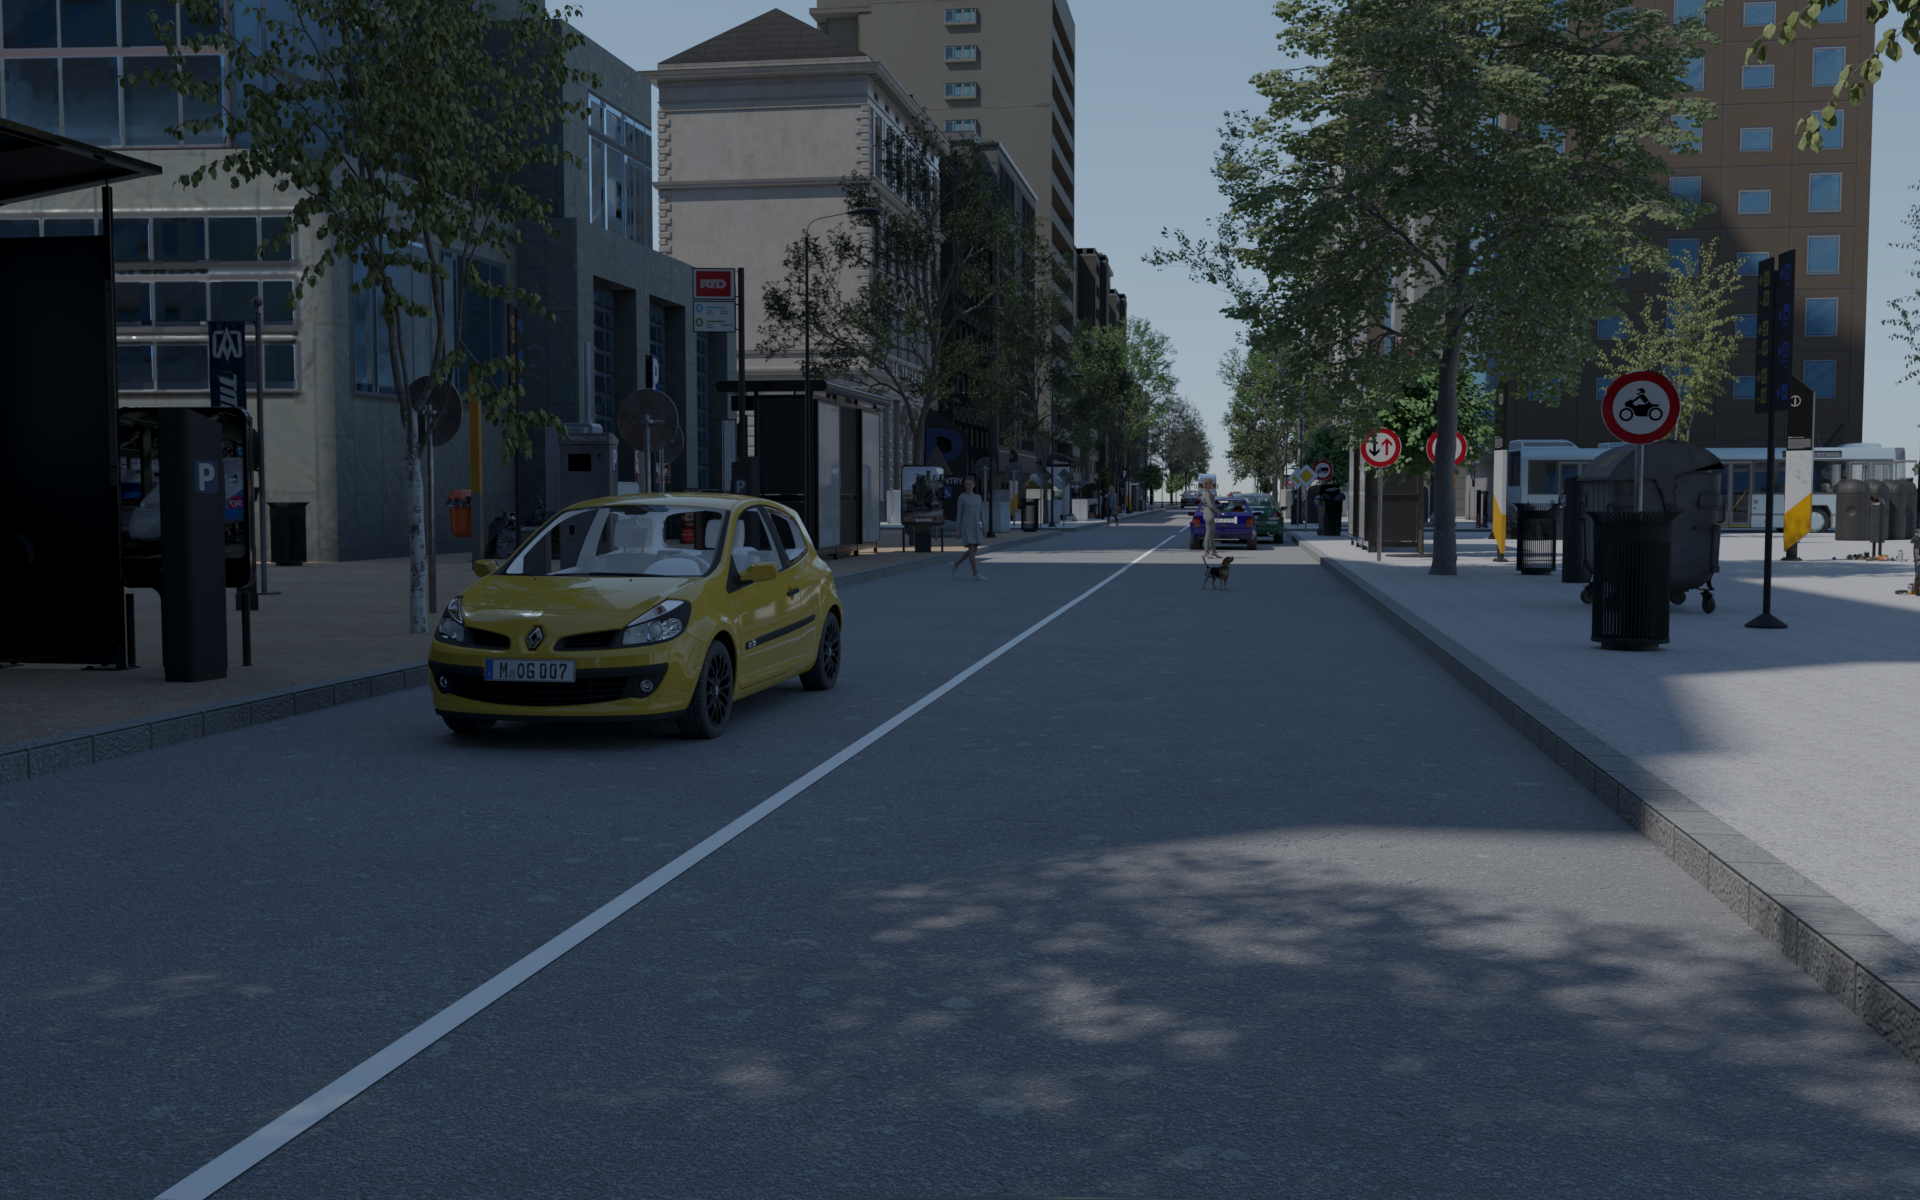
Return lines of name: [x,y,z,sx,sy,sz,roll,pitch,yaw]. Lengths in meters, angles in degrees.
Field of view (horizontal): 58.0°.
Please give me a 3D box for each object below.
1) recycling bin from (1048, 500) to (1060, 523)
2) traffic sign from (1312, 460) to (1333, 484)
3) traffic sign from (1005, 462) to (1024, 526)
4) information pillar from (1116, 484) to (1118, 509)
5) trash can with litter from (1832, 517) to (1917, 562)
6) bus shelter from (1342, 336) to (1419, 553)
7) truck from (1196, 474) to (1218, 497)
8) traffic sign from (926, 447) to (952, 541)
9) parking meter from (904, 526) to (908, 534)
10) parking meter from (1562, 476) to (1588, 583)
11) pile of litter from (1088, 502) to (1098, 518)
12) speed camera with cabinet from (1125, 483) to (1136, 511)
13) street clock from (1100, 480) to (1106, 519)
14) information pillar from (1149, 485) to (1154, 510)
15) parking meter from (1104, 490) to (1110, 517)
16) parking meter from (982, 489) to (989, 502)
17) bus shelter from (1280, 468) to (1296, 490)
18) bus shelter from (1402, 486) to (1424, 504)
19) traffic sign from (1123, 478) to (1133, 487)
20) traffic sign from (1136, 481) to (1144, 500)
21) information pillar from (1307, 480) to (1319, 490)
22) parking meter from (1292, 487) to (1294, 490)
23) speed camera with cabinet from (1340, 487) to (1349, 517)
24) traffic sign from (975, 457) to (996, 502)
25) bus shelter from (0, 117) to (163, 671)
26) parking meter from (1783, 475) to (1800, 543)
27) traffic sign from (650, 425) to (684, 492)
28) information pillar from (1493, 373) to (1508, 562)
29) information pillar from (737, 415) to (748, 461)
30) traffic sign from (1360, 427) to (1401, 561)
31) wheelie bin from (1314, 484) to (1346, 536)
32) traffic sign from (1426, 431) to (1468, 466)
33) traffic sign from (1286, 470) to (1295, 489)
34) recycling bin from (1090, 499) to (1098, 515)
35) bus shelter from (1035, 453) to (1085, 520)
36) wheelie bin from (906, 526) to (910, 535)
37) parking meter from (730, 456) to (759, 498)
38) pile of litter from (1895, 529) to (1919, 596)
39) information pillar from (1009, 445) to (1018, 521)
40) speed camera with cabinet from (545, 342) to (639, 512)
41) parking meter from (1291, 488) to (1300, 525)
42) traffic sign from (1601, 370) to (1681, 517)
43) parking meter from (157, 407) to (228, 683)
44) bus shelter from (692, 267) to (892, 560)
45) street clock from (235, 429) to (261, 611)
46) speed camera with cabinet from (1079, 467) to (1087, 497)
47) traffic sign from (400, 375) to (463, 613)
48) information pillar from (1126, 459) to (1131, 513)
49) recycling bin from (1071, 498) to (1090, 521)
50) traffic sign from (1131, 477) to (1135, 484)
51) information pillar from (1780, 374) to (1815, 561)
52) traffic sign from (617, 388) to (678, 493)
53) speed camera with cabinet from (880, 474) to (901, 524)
recycling bin: [4.016,-3.893,76.197,0.722,1.027,0.722,0,4,0]
traffic sign: [13.498,-3.939,64.507,0.768,2.556,0.104,1,4,13]
traffic sign: [2.141,-4.187,68.559,0.768,2.556,0.104,1,4,18]
information pillar: [9.964,-6.493,110.656,0.304,2.012,0.304,0,4,4]
trash can with litter: [17.906,-1.388,33.744,1.678,1.210,2.233,1,4,16]
bus shelter: [10.371,-3.923,41.778,2.179,5.291,8.768,1,4,9]
truck: [33.782,-15.041,235.681,2.967,4.110,18.799,1,4,9]
traffic sign: [-0.656,-2.913,47.639,0.884,2.594,0.081,1,4,16]
parking meter: [-1.624,-3.087,56.183,0.399,1.863,0.255,1,4,18]
parking meter: [8.914,-1.018,25.049,0.372,1.533,0.369,0,3,0]
pile of litter: [6.883,-4.770,91.947,1.176,0.858,1.719,-1,4,-14]
speed camera with cabinet: [13.349,-8.636,135.535,0.660,3.252,2.038,1,4,13]
street clock: [7.238,-5.087,87.736,0.358,2.002,0.471,0,4,2]
information pillar: [15.064,-8.047,136.057,0.304,2.012,0.304,1,4,21]
parking meter: [8.075,-5.334,95.621,0.372,1.533,0.369,0,3,0]
parking meter: [1.341,-5.070,91.301,0.372,1.533,0.369,0,3,0]
bus shelter: [25.788,-8.631,135.041,2.014,3.302,5.546,1,4,9]
bus shelter: [12.621,-3.668,51.258,1.731,3.624,6.357,1,4,9]
traffic sign: [12.655,-7.994,130.808,0.768,2.556,0.104,1,4,17]
traffic sign: [14.245,-8.263,137.228,0.606,2.300,0.079,1,4,17]
information pillar: [20.157,-6.541,98.306,0.504,3.616,0.183,3,4,38]
parking meter: [22.822,-6.860,117.876,0.399,1.863,0.255,-1,4,-15]
speed camera with cabinet: [21.514,-6.288,97.149,2.038,3.252,0.660,-2,4,-27]
traffic sign: [0.874,-3.670,60.117,0.768,2.556,0.104,1,4,18]
bus shelter: [-7.051,-1.123,9.640,1.731,3.624,6.357,1,4,9]
parking meter: [21.847,-2.431,45.458,0.255,1.863,0.399,-1,4,-14]
traffic sign: [-4.950,-1.755,28.800,0.768,2.556,0.104,1,4,19]
information pillar: [10.225,-2.532,32.753,0.183,3.616,0.504,0,4,-2]
information pillar: [-6.469,-3.659,51.178,0.504,3.616,0.183,2,4,24]
traffic sign: [8.020,-2.016,33.069,0.768,2.556,0.104,1,4,15]
wheelie bin: [11.436,-2.780,53.355,0.980,1.594,0.693,-1,4,-11]
traffic sign: [9.412,-2.045,33.540,0.768,2.556,0.104,1,4,14]
traffic sign: [18.204,-5.767,94.295,0.884,2.594,0.081,1,4,11]
recycling bin: [7.110,-5.017,94.586,0.722,1.027,0.722,-2,4,-30]
bus shelter: [5.101,-5.757,88.049,2.014,3.302,5.546,1,4,9]
wheelie bin: [-1.239,-2.810,53.846,0.693,1.594,0.980,2,4,31]
parking meter: [-3.351,-1.300,26.971,0.399,1.863,0.255,2,4,28]
pile of litter: [12.436,-0.475,21.735,1.176,0.858,1.719,1,4,22]
information pillar: [2.536,-5.537,81.878,0.183,3.616,0.504,-3,4,-38]
speed camera with cabinet: [-4.949,-1.777,23.396,0.660,3.252,2.038,1,4,9]
parking meter: [14.085,-3.935,72.748,0.372,1.533,0.369,0,3,0]
traffic sign: [7.001,-1.086,17.868,0.768,2.556,0.104,1,4,17]
parking meter: [-5.278,-0.381,11.934,0.255,1.863,0.399,1,4,16]
bus shelter: [-3.246,-3.404,33.293,2.179,5.291,8.768,1,4,9]
street clock: [-7.881,-0.888,19.087,0.358,2.002,0.471,-3,5,-41]
speed camera with cabinet: [9.631,-7.991,124.993,2.038,3.252,0.660,1,4,21]
traffic sign: [-5.676,-1.129,18.569,0.768,2.556,0.104,1,4,16]
information pillar: [11.116,-7.512,114.170,0.183,3.616,0.504,3,5,44]
recycling bin: [5.682,-4.241,81.889,0.722,1.027,0.722,0,4,4]
traffic sign: [13.040,-8.061,131.802,0.884,2.594,0.081,1,4,14]
information pillar: [16.040,-2.555,33.123,0.183,3.616,0.504,-3,5,-44]
traffic sign: [-3.775,-1.273,20.920,0.768,2.556,0.104,1,4,9]
speed camera with cabinet: [-3.101,-4.923,74.825,2.038,3.252,0.660,-2,4,-26]
